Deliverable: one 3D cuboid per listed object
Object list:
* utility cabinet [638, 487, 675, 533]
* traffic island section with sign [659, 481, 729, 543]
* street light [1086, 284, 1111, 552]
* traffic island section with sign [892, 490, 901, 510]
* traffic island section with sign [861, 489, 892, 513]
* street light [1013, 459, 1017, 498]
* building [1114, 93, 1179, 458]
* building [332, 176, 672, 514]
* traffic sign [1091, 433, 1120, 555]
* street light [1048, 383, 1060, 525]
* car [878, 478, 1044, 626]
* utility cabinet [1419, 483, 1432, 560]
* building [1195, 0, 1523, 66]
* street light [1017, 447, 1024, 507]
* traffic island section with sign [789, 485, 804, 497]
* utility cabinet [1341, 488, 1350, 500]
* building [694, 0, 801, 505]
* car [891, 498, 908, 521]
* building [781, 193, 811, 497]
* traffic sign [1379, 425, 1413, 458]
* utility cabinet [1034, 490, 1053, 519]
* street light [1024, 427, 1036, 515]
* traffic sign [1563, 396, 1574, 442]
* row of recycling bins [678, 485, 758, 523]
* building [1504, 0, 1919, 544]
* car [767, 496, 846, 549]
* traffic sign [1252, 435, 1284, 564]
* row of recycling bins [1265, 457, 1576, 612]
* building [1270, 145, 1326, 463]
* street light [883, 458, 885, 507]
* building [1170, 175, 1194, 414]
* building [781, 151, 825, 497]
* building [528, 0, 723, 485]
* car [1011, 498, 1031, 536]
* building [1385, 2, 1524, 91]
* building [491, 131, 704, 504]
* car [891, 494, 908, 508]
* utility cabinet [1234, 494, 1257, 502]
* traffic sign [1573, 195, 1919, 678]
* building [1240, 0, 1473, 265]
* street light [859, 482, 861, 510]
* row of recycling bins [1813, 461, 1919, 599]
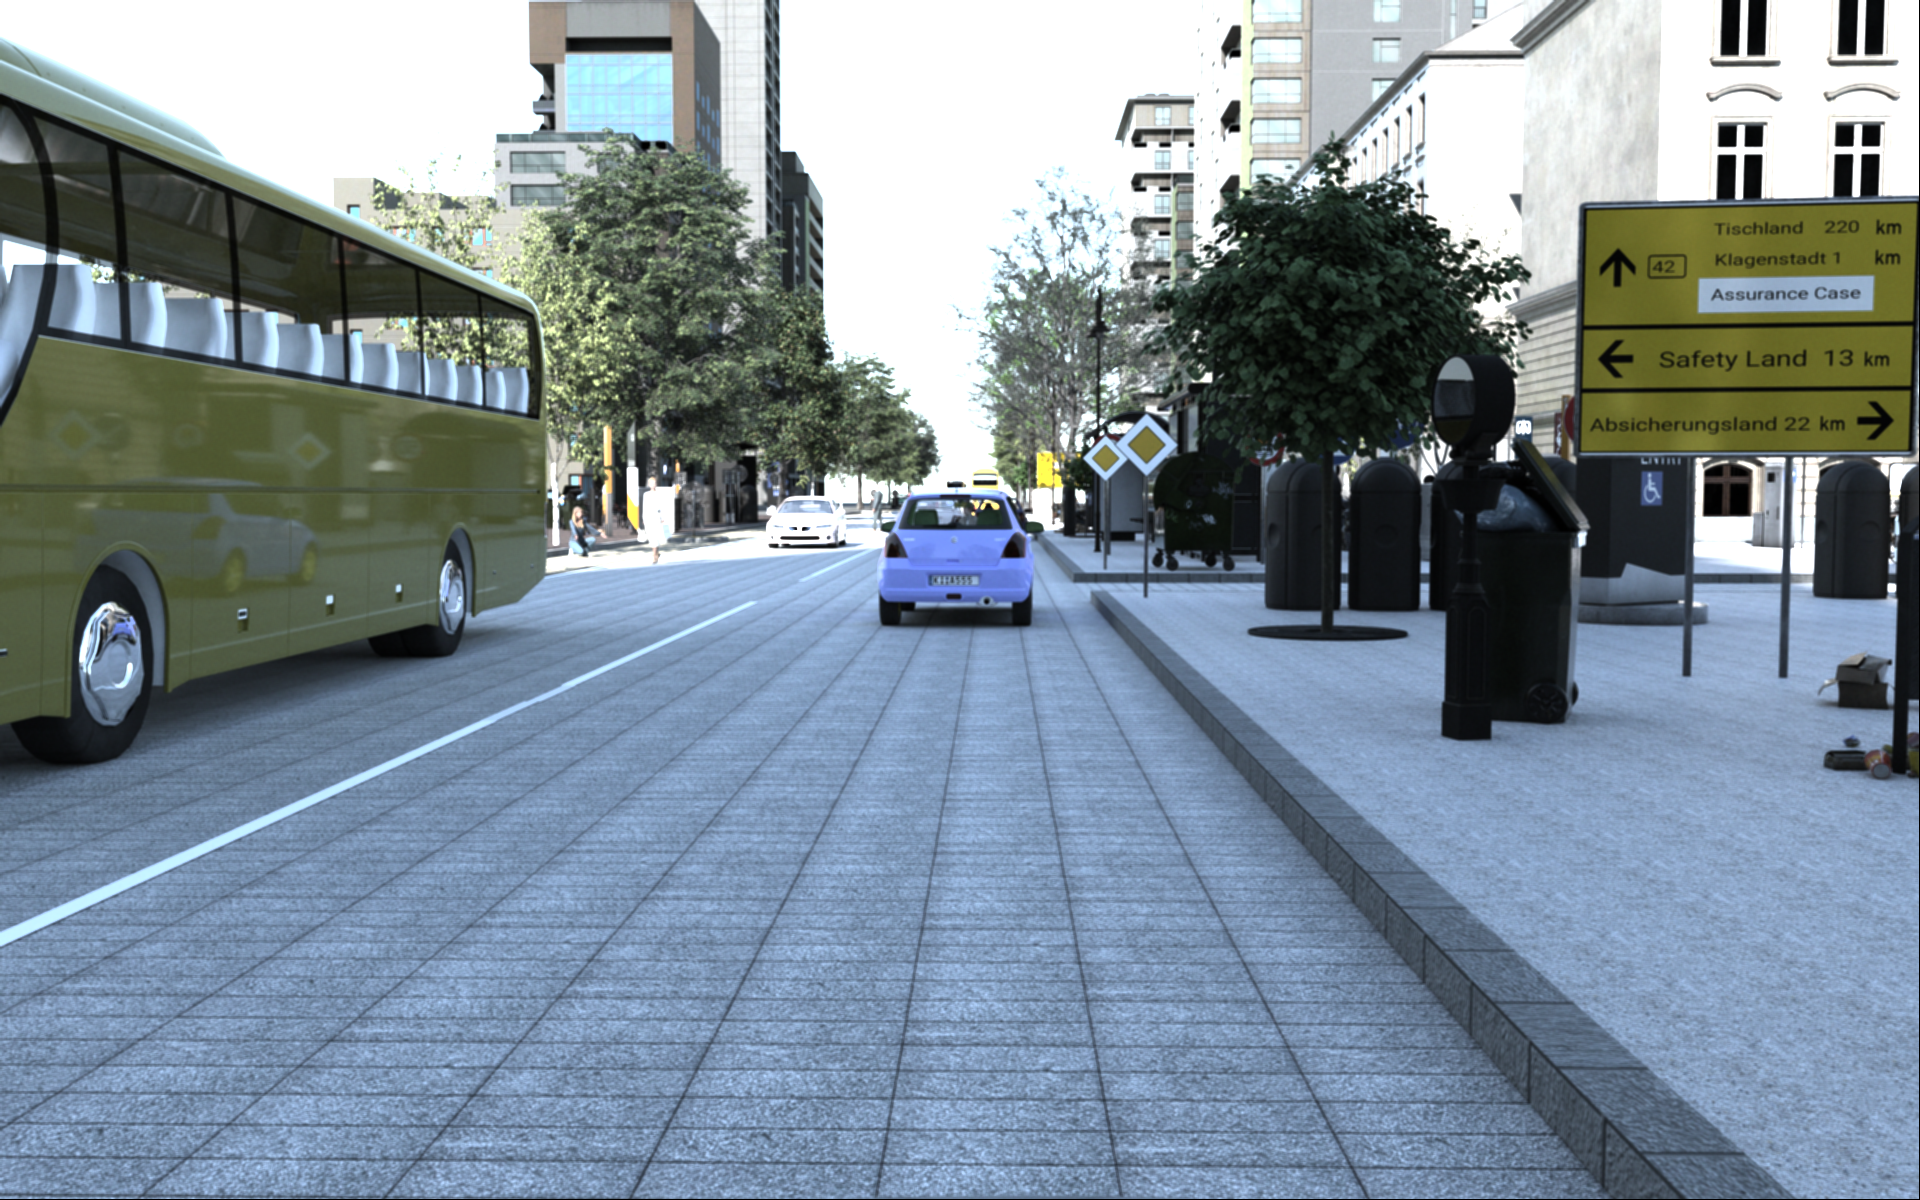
[{"bbox_3d":[-9.825,-2.891,55.946,1.173,1.500,0.318,0,4,-4],"label":"utility cabinet"},{"bbox_3d":[-7.987,-2.642,51.821,1.989,1.847,2.006,0,4,1],"label":"traffic island section with sign"},{"bbox_3d":[3.059,-4.008,38.318,0.468,5.910,1.993,0,4,1],"label":"street light"},{"bbox_3d":[-5.808,-9.058,156.720,1.989,1.847,2.006,0,4,1],"label":"traffic island section with sign"},{"bbox_3d":[-6.367,-7.409,129.770,1.989,1.847,2.006,0,4,1],"label":"traffic island section with sign"},{"bbox_3d":[6.012,-12.716,180.697,0.468,5.910,1.993,0,4,1],"label":"street light"},{"bbox_3d":[35.153,-38.893,225.141,28.713,52.752,27.495,0,4,1],"label":"building"},{"bbox_3d":[-36.487,-16.814,119.951,27.650,21.520,28.899,0,4,1],"label":"building"},{"bbox_3d":[3.138,-2.226,36.495,0.768,2.556,0.104,1,4,11],"label":"traffic sign"},{"bbox_3d":[3.829,-5.995,70.802,0.468,5.910,1.993,0,4,1],"label":"street light"},{"bbox_3d":[0.013,-0.649,20.199,1.945,1.707,3.694,0,4,2],"label":"car"},{"bbox_3d":[9.087,-1.501,33.227,0.318,1.500,1.173,0,4,-5],"label":"utility cabinet"},{"bbox_3d":[33.475,-33.533,137.506,28.713,52.752,27.495,0,4,1],"label":"building"},{"bbox_3d":[5.360,-10.717,148.005,0.468,5.910,1.993,0,4,1],"label":"street light"},{"bbox_3d":[-7.424,-4.290,78.771,1.989,1.847,2.006,0,4,1],"label":"traffic island section with sign"},{"bbox_3d":[13.051,-3.073,58.914,1.173,1.500,0.318,-1,4,-9],"label":"utility cabinet"},{"bbox_3d":[-30.384,-47.321,211.946,20.563,71.187,20.611,0,4,1],"label":"building"},{"bbox_3d":[-0.729,-1.931,43.928,2.083,1.381,4.827,0,4,0],"label":"car"},{"bbox_3d":[-27.641,-33.427,230.123,14.154,41.232,14.086,0,4,1],"label":"building"},{"bbox_3d":[5.058,-1.237,20.332,0.768,2.556,0.104,0,4,7],"label":"traffic sign"},{"bbox_3d":[4.319,-4.969,89.928,0.318,1.500,1.173,-3,4,-37],"label":"utility cabinet"},{"bbox_3d":[4.705,-8.730,115.518,0.468,5.910,1.993,0,4,1],"label":"street light"},{"bbox_3d":[7.537,-1.251,20.566,0.768,2.556,0.104,1,4,9],"label":"traffic sign"},{"bbox_3d":[-10.791,-4.292,77.279,3.534,1.692,1.069,-1,4,-13],"label":"row of recycling bins"},{"bbox_3d":[34.862,-14.059,48.955,34.723,24.649,14.460,0,4,1],"label":"building"},{"bbox_3d":[-4.121,-2.125,47.098,2.083,1.381,4.827,0,4,1],"label":"car"},{"bbox_3d":[5.525,-1.922,31.535,0.768,2.556,0.104,0,4,3],"label":"traffic sign"},{"bbox_3d":[5.200,-0.743,19.260,3.534,1.692,1.069,0,4,3],"label":"row of recycling bins"},{"bbox_3d":[22.922,-15.048,95.187,9.793,20.994,18.267,0,4,1],"label":"building"},{"bbox_3d":[-7.544,-12.181,171.954,0.468,5.910,1.993,0,4,1],"label":"street light"},{"bbox_3d":[26.179,-23.694,159.104,14.160,30.474,14.107,0,4,1],"label":"building"},{"bbox_3d":[-31.066,-38.170,247.785,21.300,48.544,21.600,0,4,1],"label":"building"},{"bbox_3d":[-29.419,-30.937,155.922,14.600,45.320,14.200,0,4,1],"label":"building"},{"bbox_3d":[1.267,-2.561,54.454,1.945,1.354,3.894,0,4,2],"label":"car"},{"bbox_3d":[23.132,-13.932,76.946,9.793,20.994,18.267,0,4,1],"label":"building"},{"bbox_3d":[-29.183,-22.623,141.592,14.160,30.474,14.107,0,4,1],"label":"building"},{"bbox_3d":[-5.444,-9.389,162.301,1.959,1.807,4.718,0,4,3],"label":"car"},{"bbox_3d":[7.814,-2.423,48.294,1.173,1.500,0.318,2,4,28],"label":"utility cabinet"},{"bbox_3d":[5.441,-1.112,12.053,2.265,3.308,0.079,0,4,8],"label":"traffic sign"},{"bbox_3d":[25.779,-26.524,117.262,14.154,41.232,14.086,0,4,1],"label":"building"},{"bbox_3d":[-8.053,-10.194,139.464,0.468,5.910,1.993,0,4,1],"label":"street light"},{"bbox_3d":[12.317,-0.846,20.949,3.534,1.692,1.069,1,4,20],"label":"row of recycling bins"}]
